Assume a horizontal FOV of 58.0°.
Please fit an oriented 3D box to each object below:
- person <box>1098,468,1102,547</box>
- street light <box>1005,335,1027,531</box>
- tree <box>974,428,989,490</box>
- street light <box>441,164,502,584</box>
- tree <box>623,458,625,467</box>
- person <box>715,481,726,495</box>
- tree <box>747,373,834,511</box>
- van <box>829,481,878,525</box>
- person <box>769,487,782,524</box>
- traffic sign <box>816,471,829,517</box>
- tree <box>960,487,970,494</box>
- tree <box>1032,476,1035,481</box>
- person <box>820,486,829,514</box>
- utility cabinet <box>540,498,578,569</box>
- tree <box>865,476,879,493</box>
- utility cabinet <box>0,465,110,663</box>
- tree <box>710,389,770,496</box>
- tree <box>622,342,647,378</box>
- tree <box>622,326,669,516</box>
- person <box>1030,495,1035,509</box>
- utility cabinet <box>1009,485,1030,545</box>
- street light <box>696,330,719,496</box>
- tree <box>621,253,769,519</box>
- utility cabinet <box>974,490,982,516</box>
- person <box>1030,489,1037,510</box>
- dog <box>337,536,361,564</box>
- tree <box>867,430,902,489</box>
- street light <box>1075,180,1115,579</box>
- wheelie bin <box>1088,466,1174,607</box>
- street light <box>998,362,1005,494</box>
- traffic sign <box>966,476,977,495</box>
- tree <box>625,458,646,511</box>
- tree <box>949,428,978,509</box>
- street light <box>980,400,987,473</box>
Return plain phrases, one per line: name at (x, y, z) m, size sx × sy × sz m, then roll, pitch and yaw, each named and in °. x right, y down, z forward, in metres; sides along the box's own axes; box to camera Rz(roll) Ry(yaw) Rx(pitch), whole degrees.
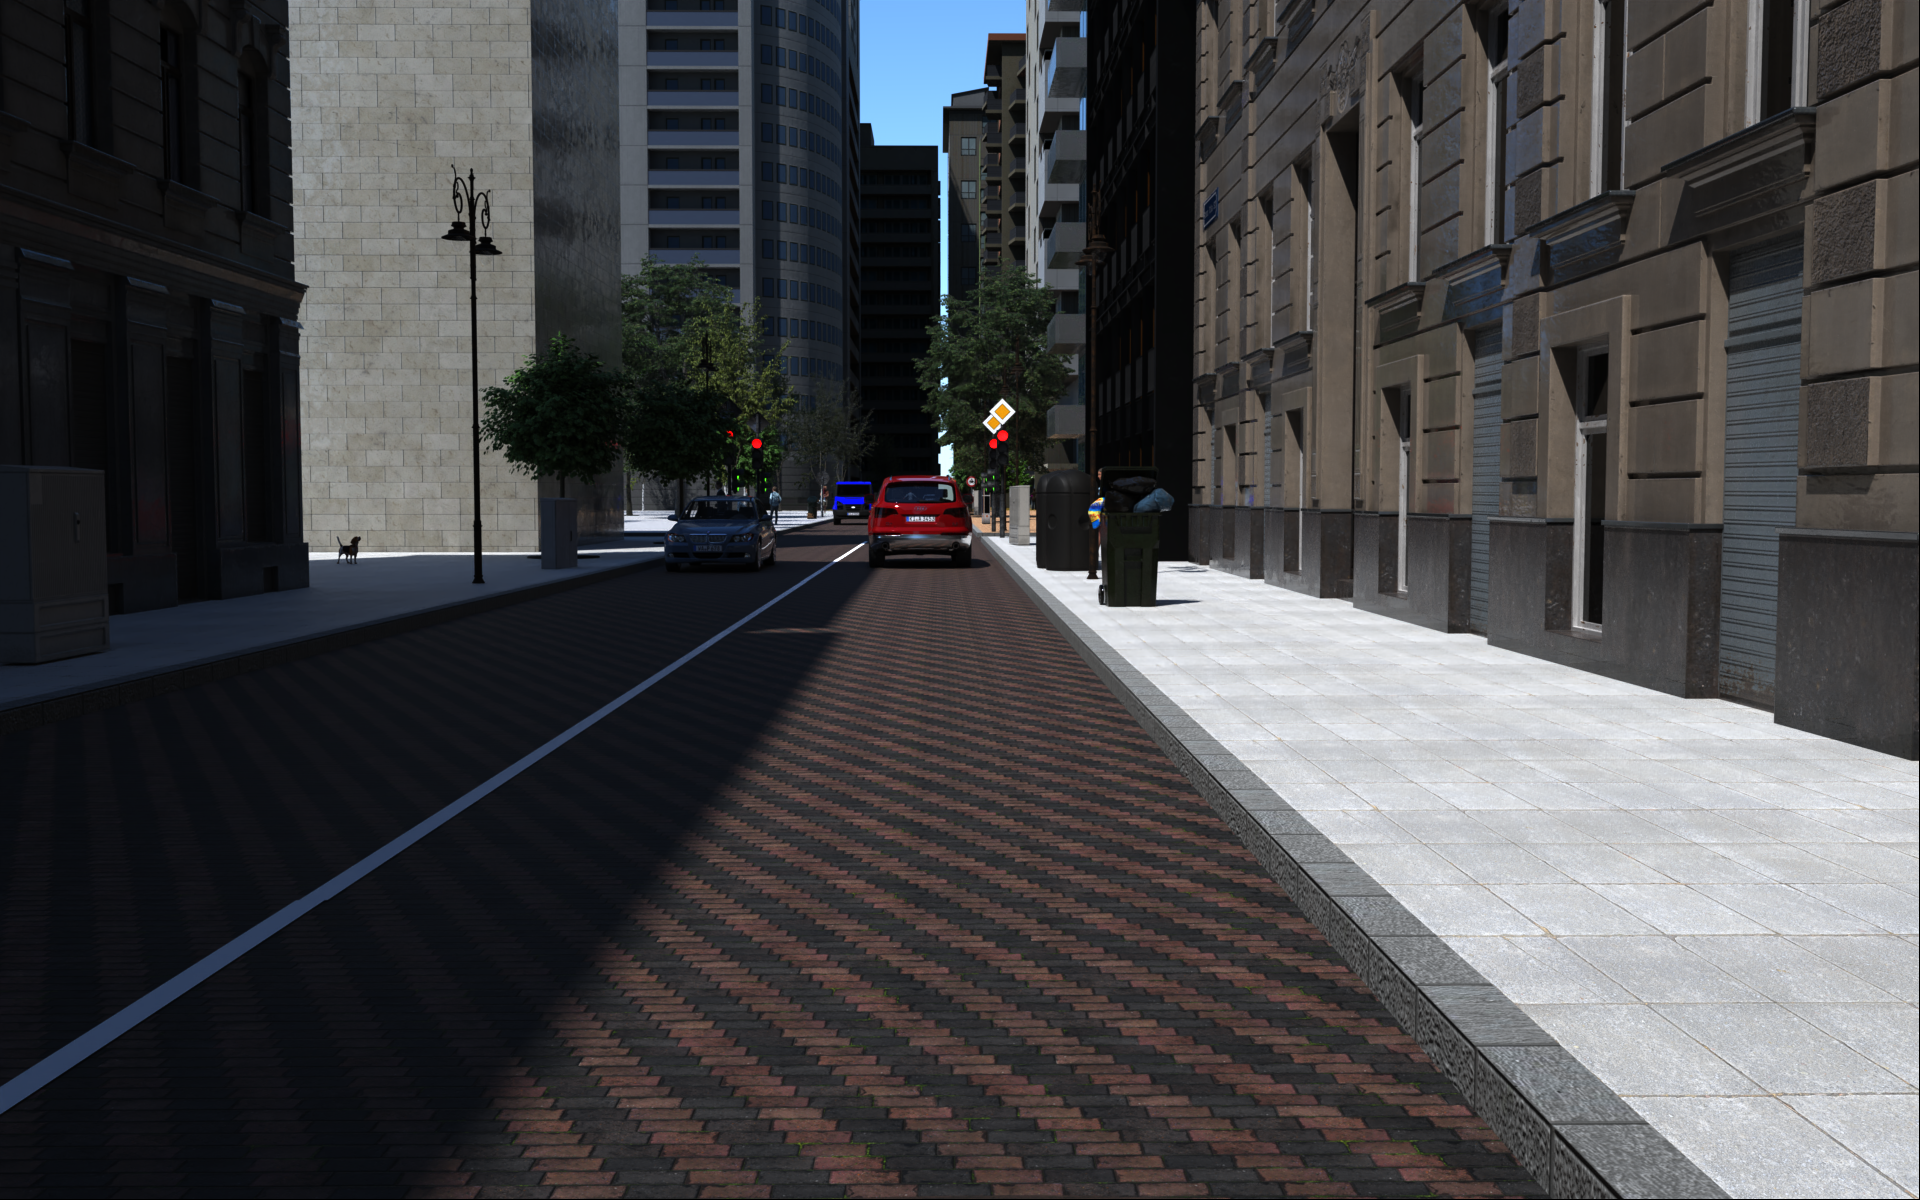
person at (2.967, -1.785, 35.329) m, size 0.778 × 1.811 × 0.616 m, roll 0°, pitch 4°, yaw 3°
street light at (1.666, -4.746, 50.384) m, size 0.468 × 5.910 × 1.993 m, roll 0°, pitch 4°, yaw -1°
tree at (2.024, -11.533, 138.934) m, size 4.360 × 8.622 × 3.978 m, roll 0°, pitch 3°, yaw 0°
street light at (-6.929, -3.178, 24.743) m, size 0.468 × 5.910 × 1.993 m, roll 0°, pitch 4°, yaw -1°
tree at (-21.738, -9.678, 108.599) m, size 4.360 × 8.622 × 3.978 m, roll 0°, pitch 3°, yaw 0°
person at (-7.606, -2.841, 54.721) m, size 0.755 × 1.850 × 0.659 m, roll 0°, pitch 4°, yaw 3°
tree at (-13.270, -11.833, 127.883) m, size 8.767 × 10.594 × 7.601 m, roll 0°, pitch 4°, yaw -3°
van at (-5.004, -4.743, 81.928) m, size 2.240 × 2.365 × 5.245 m, roll 0°, pitch 4°, yaw -2°
person at (-7.848, -4.005, 73.332) m, size 0.589 × 1.601 × 0.330 m, roll -2°, pitch 4°, yaw -25°
traffic sign at (-7.592, -5.846, 95.696) m, size 0.768 × 2.556 × 0.104 m, roll 0°, pitch 4°, yaw 4°
tree at (0.549, -12.586, 200.385) m, size 1.663 × 3.219 × 1.824 m, roll 0°, pitch 3°, yaw 0°
tree at (2.988, -5.598, 86.130) m, size 1.663 × 3.219 × 1.824 m, roll 0°, pitch 3°, yaw 0°
person at (-8.614, -6.341, 109.696) m, size 0.573 × 1.828 × 0.580 m, roll 1°, pitch 4°, yaw 13°
utility cabinet at (-6.940, -1.154, 30.027) m, size 0.306 × 1.237 × 1.020 m, roll 0°, pitch 4°, yaw 8°
tree at (-8.806, -10.639, 168.546) m, size 1.663 × 3.219 × 1.824 m, roll 0°, pitch 3°, yaw 0°
utility cabinet at (-7.042, -0.292, 13.461) m, size 0.318 × 1.500 × 1.173 m, roll 0°, pitch 4°, yaw -1°
tree at (-13.605, -9.784, 110.323) m, size 4.360 × 8.622 × 3.978 m, roll 0°, pitch 3°, yaw 0°
tree at (-25.053, -12.690, 117.849) m, size 12.009 × 13.543 × 11.850 m, roll 0°, pitch 3°, yaw 0°
tree at (-19.719, -10.794, 102.237) m, size 9.928 × 11.665 × 9.643 m, roll 0°, pitch 3°, yaw 0°
person at (6.308, -8.555, 149.139) m, size 0.991 × 1.433 × 0.599 m, roll 1°, pitch 4°, yaw 17°
utility cabinet at (1.486, -2.140, 43.661) m, size 0.318 × 1.500 × 1.173 m, roll -1°, pitch 4°, yaw -9°
street light at (-7.144, -4.664, 49.049) m, size 0.468 × 5.910 × 1.993 m, roll 0°, pitch 4°, yaw -1°
tree at (-14.728, -11.228, 90.229) m, size 9.857 × 13.997 × 8.962 m, roll 0°, pitch 3°, yaw 0°
utility cabinet at (1.152, -5.729, 102.352) m, size 0.318 × 1.500 × 1.173 m, roll 1°, pitch 4°, yaw 21°
person at (5.989, -8.192, 140.700) m, size 1.217 × 1.735 × 0.721 m, roll -2°, pitch 4°, yaw -26°
dog at (-11.240, -0.919, 31.851) m, size 0.540 × 0.507 × 0.406 m, roll 0°, pitch 4°, yaw -3°
tree at (-8.869, -15.120, 197.573) m, size 4.737 × 8.622 × 4.395 m, roll 0°, pitch 3°, yaw 0°
street light at (2.000, -3.251, 25.950) m, size 0.468 × 5.910 × 1.993 m, roll 0°, pitch 4°, yaw -1°
wheelie bin at (1.976, -0.731, 19.856) m, size 0.980 × 1.594 × 0.693 m, roll 0°, pitch 4°, yaw -4°
street light at (1.572, -5.377, 60.699) m, size 0.468 × 5.910 × 1.993 m, roll 0°, pitch 4°, yaw -1°
traffic sign at (0.825, -7.480, 122.404) m, size 0.768 × 2.556 × 0.104 m, roll 0°, pitch 4°, yaw 0°
tree at (-23.928, -11.049, 131.018) m, size 4.737 × 8.622 × 4.395 m, roll 0°, pitch 3°, yaw 0°
tree at (1.108, -12.130, 148.680) m, size 4.737 × 8.622 × 4.395 m, roll 0°, pitch 3°, yaw 0°
street light at (1.235, -6.863, 85.003) m, size 0.468 × 5.910 × 1.993 m, roll 0°, pitch 4°, yaw -1°
